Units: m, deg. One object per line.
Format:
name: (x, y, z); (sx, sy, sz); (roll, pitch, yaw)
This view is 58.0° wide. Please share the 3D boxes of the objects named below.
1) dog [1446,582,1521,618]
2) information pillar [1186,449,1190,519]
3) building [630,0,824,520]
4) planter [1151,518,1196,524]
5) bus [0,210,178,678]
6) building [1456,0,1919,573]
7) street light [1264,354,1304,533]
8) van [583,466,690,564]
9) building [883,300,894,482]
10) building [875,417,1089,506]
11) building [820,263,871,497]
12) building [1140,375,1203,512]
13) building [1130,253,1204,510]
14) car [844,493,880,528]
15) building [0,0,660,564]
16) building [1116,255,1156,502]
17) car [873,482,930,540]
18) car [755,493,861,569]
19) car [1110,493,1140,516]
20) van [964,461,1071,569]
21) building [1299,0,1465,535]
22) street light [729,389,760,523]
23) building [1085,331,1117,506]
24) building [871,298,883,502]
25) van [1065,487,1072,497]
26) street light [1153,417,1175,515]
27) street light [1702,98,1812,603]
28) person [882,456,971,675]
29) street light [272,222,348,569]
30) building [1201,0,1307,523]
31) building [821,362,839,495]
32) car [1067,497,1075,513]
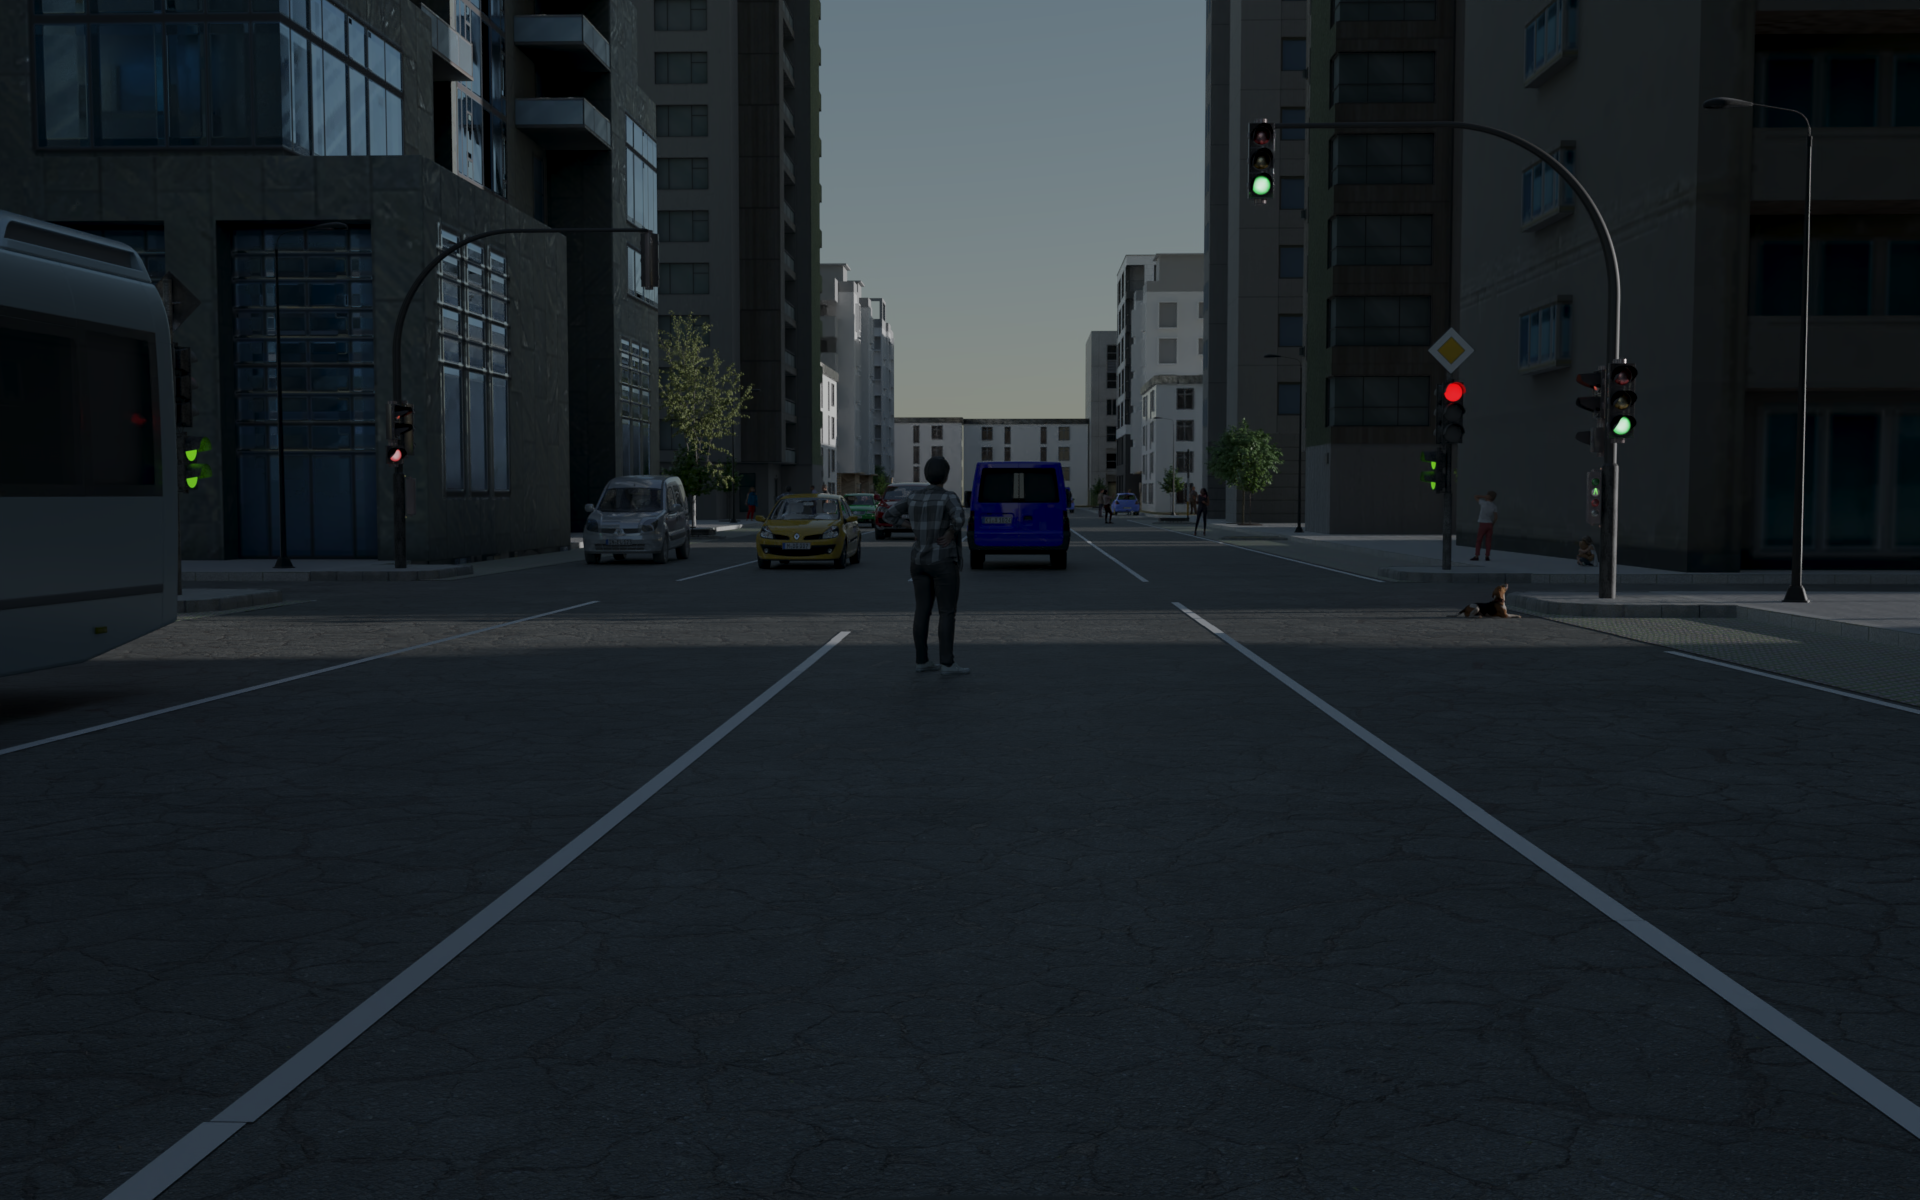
dog: (6.088, 0.004, 20.125); (0.748, 0.427, 0.550); (3, 5, 44)
information pillar: (11.894, -6.047, 90.215); (0.183, 3.616, 0.504); (1, 4, 12)
building: (-15.012, -24.891, 90.554); (14.154, 41.232, 14.086); (0, 4, 2)
planter: (10.113, -3.740, 82.291); (1.991, 0.319, 1.994); (0, 4, 2)
bus: (-7.348, -0.690, 6.149); (2.948, 3.499, 13.247); (0, 4, 3)
building: (22.715, -25.280, 37.022); (21.600, 48.544, 21.300); (0, 4, 2)
street light: (10.777, -5.205, 57.640); (1.470, 5.913, 1.316); (0, 4, 2)
van: (-6.822, -1.820, 36.769); (2.013, 2.044, 4.112); (0, 4, 1)
building: (-12.543, -19.406, 173.708); (11.380, 20.091, 16.016); (0, 4, 2)
building: (0.345, -15.371, 193.466); (28.070, 9.664, 9.099); (0, 4, 2)
building: (-15.949, -17.355, 140.182); (16.016, 20.091, 11.380); (0, 4, 2)
building: (18.256, -11.024, 122.387); (9.099, 9.664, 28.070); (0, 4, 2)
building: (22.147, -17.444, 141.632); (16.016, 20.091, 11.380); (0, 4, 2)
car: (-4.350, -4.031, 74.702); (1.959, 1.807, 4.718); (0, 4, 1)
building: (-20.823, -44.884, 46.523); (22.319, 86.520, 31.000); (0, 4, 2)
building: (28.635, -19.561, 163.790); (27.936, 21.610, 32.646); (0, 4, 2)
car: (-1.614, -2.896, 56.018); (2.281, 1.827, 5.304); (0, 4, 1)
car: (-2.976, -1.483, 34.464); (2.015, 1.641, 3.980); (0, 4, 3)
car: (11.065, -6.512, 116.063); (1.945, 1.707, 3.694); (0, 4, 1)
van: (1.163, -1.853, 34.679); (2.240, 2.365, 5.245); (0, 4, 2)
building: (19.001, -17.678, 60.743); (14.160, 30.474, 14.107); (0, 4, 2)
street light: (-9.516, -6.372, 76.722); (1.470, 5.913, 1.316); (0, 4, 2)
building: (30.223, -20.127, 195.526); (31.486, 18.905, 16.747); (0, 4, 2)
building: (-15.407, -18.049, 151.529); (16.016, 20.091, 11.380); (0, 4, 2)
van: (9.363, -9.609, 161.492); (2.240, 2.365, 5.245); (0, 4, 2)
street light: (12.312, -8.058, 104.292); (1.470, 5.913, 1.316); (0, 4, 2)
street light: (9.405, -2.931, 20.457); (1.470, 5.913, 1.316); (0, 4, 2)
person: (-0.211, -0.284, 13.868); (0.376, 1.734, 0.841); (-3, 5, -45)
street light: (-11.169, -3.501, 29.790); (1.470, 5.913, 1.316); (0, 4, 2)
building: (23.259, -33.447, 88.862); (21.231, 58.520, 28.212); (0, 4, 2)
building: (-12.983, -10.920, 120.691); (9.099, 9.664, 28.070); (0, 4, 2)
car: (7.721, -7.410, 130.744); (1.945, 1.707, 3.694); (0, 4, 0)
